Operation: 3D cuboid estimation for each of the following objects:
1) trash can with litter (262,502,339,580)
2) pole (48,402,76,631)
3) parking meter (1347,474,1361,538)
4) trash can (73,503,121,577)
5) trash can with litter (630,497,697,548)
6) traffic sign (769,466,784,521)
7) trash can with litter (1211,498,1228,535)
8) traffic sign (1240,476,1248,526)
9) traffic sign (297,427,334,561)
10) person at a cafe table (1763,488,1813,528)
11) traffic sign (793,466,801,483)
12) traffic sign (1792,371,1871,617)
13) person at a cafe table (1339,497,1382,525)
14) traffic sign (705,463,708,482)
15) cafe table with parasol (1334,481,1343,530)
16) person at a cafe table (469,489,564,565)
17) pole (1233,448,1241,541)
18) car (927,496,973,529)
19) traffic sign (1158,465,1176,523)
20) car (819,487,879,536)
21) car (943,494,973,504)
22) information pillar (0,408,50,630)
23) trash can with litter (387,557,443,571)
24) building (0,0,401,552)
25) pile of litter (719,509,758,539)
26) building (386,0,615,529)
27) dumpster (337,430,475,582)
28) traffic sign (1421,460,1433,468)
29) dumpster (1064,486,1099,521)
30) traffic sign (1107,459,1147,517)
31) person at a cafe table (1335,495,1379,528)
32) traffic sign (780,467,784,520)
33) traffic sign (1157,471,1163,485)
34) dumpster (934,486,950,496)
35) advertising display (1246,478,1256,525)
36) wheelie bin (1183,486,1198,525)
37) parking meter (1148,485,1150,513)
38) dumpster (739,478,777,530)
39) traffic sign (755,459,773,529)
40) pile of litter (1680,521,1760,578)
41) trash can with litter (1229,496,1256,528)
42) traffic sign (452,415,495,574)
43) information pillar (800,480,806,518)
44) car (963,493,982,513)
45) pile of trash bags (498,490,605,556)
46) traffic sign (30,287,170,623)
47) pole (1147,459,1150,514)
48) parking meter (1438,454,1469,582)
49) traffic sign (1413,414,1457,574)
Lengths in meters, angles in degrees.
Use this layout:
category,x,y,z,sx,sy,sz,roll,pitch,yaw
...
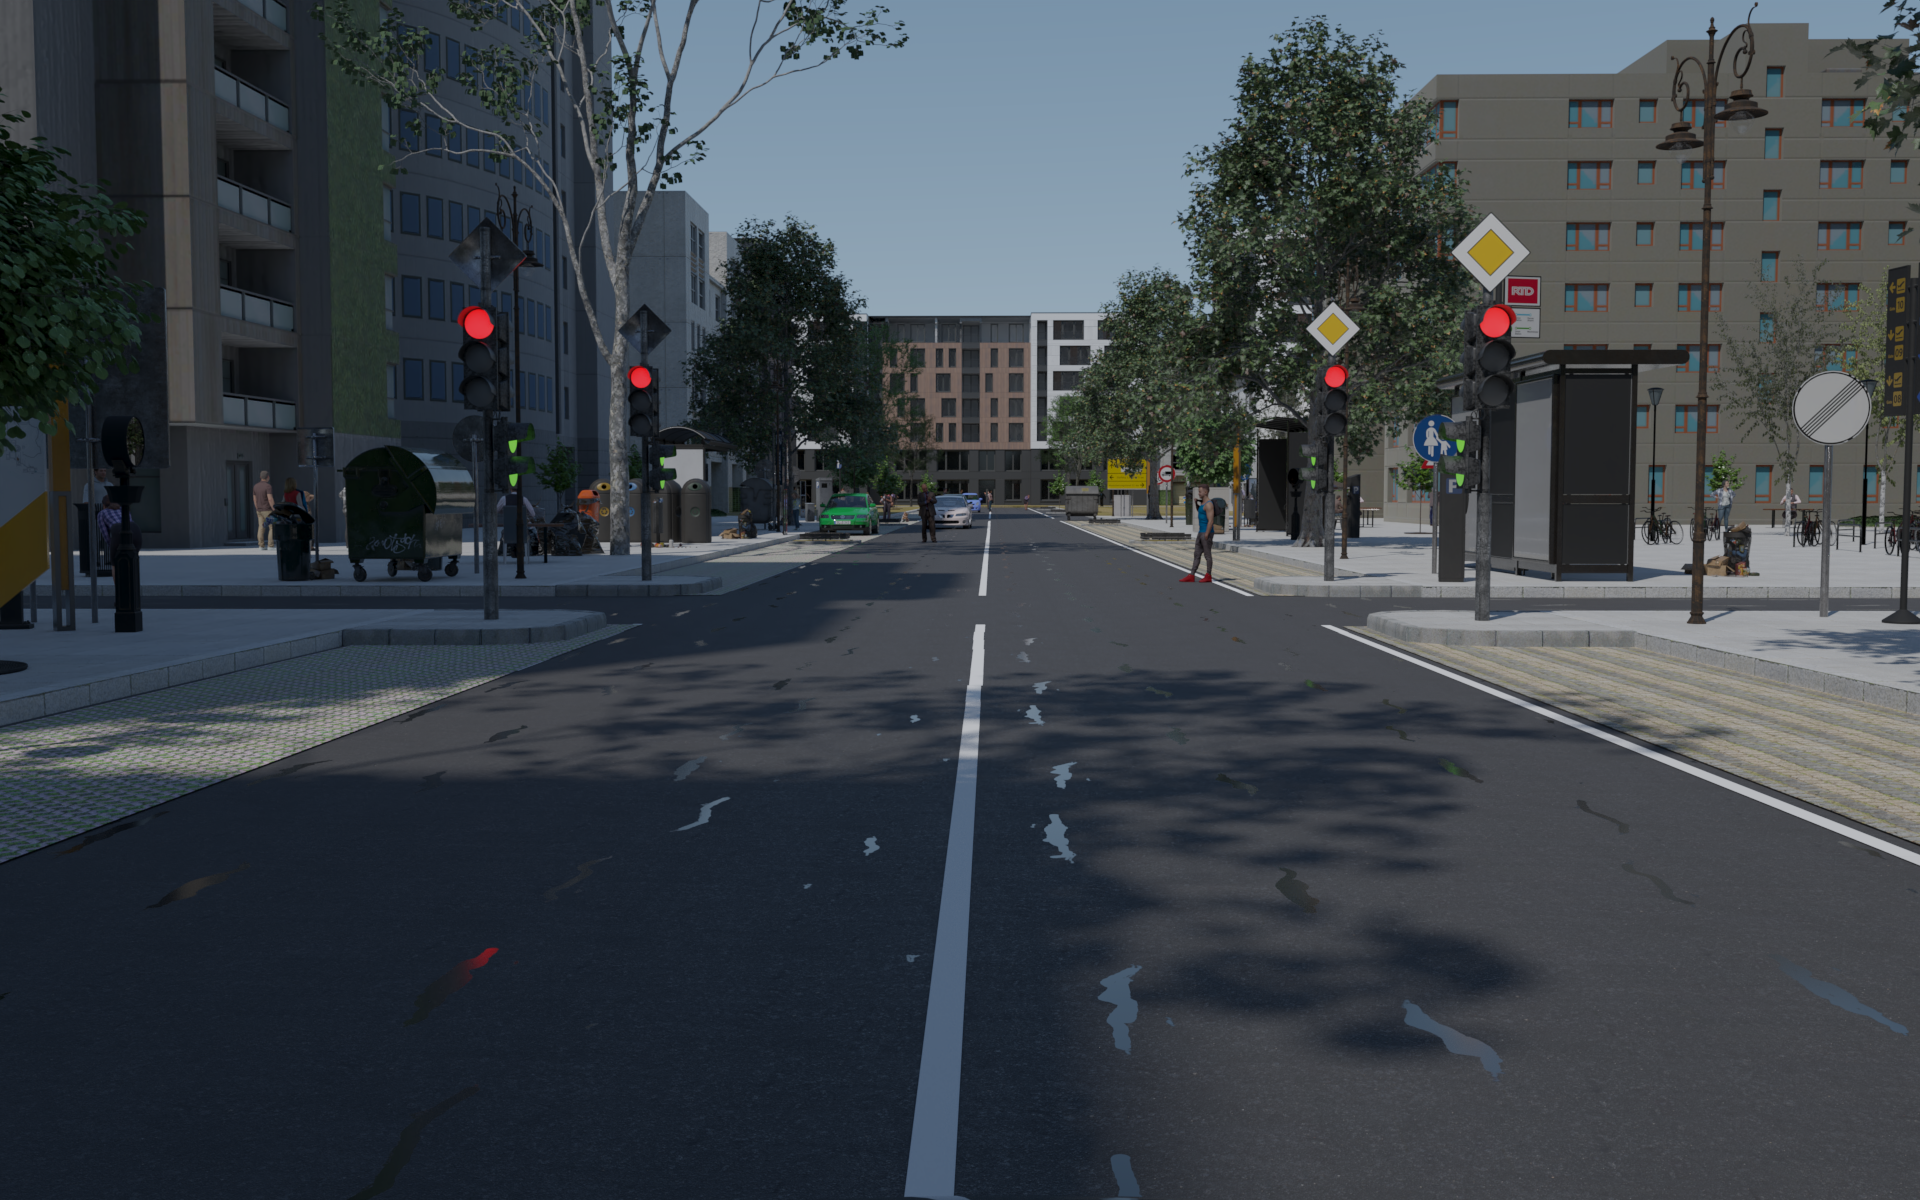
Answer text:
category,x,y,z,sx,sy,sz,roll,pitch,yaw
trash can with litter,-9.825,-0.885,25.857,0.624,1.170,1.055,1,4,19
pole,-8.414,-1.366,16.173,0.158,3.312,0.155,0,3,0
parking meter,11.458,-2.742,50.544,0.399,1.863,0.255,-2,4,-24
trash can,-13.366,-0.934,26.932,0.748,1.137,0.748,0,3,0
trash can with litter,-7.200,-1.895,42.034,1.678,1.210,2.233,0,4,-7
traffic sign,-8.261,-4.730,77.445,0.768,2.556,0.104,0,4,4
trash can with litter,8.284,-2.680,55.212,0.624,1.170,1.055,0,4,4
traffic sign,11.080,-4.167,68.244,0.768,2.556,0.104,0,4,6
traffic sign,-9.855,-1.491,26.508,0.606,2.300,0.079,1,4,10
person at a cafe table,31.357,-3.485,65.489,1.698,1.524,1.622,2,4,29
traffic sign,-7.625,-4.818,78.873,0.768,2.556,0.104,0,4,6
traffic sign,9.017,-1.095,18.001,0.768,2.556,0.104,1,4,9
person at a cafe table,16.432,-3.874,71.861,1.698,1.524,1.622,0,4,-3
traffic sign,-8.698,-3.406,57.821,0.606,2.300,0.079,0,4,6
cafe table with parasol,12.947,-3.511,62.277,2.610,1.966,2.610,0,4,-4
person at a cafe table,-8.205,-1.439,32.048,1.698,1.524,1.622,-1,4,-13
pole,7.575,-3.274,47.377,0.158,3.312,0.155,0,3,0
car,-0.469,-3.677,72.481,2.083,1.381,4.827,0,4,2
traffic sign,9.014,-4.613,75.528,0.768,2.556,0.104,0,4,7
car,-3.866,-3.178,60.750,1.959,1.807,4.718,0,4,3
car,-0.336,-5.042,92.219,2.009,1.686,4.222,0,4,0
information pillar,-8.935,-1.531,16.384,0.504,3.616,0.183,-1,4,-15
trash can with litter,-9.164,-1.084,29.107,1.055,1.170,0.624,1,4,22
building,-23.382,-21.953,42.530,14.154,41.232,14.086,0,4,1
pile of litter,-6.427,-2.194,49.836,1.176,0.858,1.719,2,4,24
building,-27.913,-32.366,71.184,21.231,58.520,28.212,0,4,1
dumpster,-8.296,-1.437,25.982,1.502,2.255,1.985,0,4,1
traffic sign,10.001,-2.200,35.967,0.884,2.594,0.081,0,4,3
dumpster,6.587,-5.235,93.801,1.865,1.857,1.264,0,4,1
traffic sign,9.385,-6.328,97.334,2.265,3.308,0.079,1,4,10
person at a cafe table,15.023,-3.417,66.726,1.726,1.238,1.698,0,4,-6
traffic sign,-8.077,-4.772,78.130,0.768,2.556,0.104,0,4,3
traffic sign,10.947,-5.859,95.898,0.768,2.556,0.104,0,4,6
dumpster,-1.923,-9.969,167.939,1.985,2.255,1.502,0,4,2
advertising display,11.669,-3.915,69.220,0.123,1.923,0.974,2,4,32
wheelie bin,9.675,-3.897,71.632,0.980,1.594,0.693,1,4,15
parking meter,10.836,-5.644,97.990,0.399,1.863,0.255,1,4,15
dumpster,-7.228,-3.449,62.154,1.264,1.857,1.865,0,4,1
traffic sign,-7.132,-3.865,63.297,0.768,2.556,0.104,0,4,7
pile of litter,12.081,-0.828,27.495,1.176,0.858,1.719,2,4,29
trash can with litter,10.785,-3.407,66.760,2.233,1.210,1.678,-2,4,-26
traffic sign,-7.803,-1.700,27.896,0.768,2.556,0.104,0,4,6
information pillar,-8.497,-5.457,93.707,0.304,2.012,0.304,-1,4,-9
car,0.763,-7.634,134.400,1.945,1.707,3.694,0,4,1
pile of trash bags,-8.532,-1.682,37.245,1.912,1.369,3.447,1,4,10
traffic sign,-8.931,-1.425,17.175,2.265,3.308,0.079,0,4,6
pole,10.963,-6.548,100.898,0.158,3.312,0.155,0,3,0
parking meter,7.195,-1.195,25.242,0.399,1.863,0.255,1,4,10
traffic sign,7.642,-1.696,27.830,0.768,2.556,0.104,0,4,4
